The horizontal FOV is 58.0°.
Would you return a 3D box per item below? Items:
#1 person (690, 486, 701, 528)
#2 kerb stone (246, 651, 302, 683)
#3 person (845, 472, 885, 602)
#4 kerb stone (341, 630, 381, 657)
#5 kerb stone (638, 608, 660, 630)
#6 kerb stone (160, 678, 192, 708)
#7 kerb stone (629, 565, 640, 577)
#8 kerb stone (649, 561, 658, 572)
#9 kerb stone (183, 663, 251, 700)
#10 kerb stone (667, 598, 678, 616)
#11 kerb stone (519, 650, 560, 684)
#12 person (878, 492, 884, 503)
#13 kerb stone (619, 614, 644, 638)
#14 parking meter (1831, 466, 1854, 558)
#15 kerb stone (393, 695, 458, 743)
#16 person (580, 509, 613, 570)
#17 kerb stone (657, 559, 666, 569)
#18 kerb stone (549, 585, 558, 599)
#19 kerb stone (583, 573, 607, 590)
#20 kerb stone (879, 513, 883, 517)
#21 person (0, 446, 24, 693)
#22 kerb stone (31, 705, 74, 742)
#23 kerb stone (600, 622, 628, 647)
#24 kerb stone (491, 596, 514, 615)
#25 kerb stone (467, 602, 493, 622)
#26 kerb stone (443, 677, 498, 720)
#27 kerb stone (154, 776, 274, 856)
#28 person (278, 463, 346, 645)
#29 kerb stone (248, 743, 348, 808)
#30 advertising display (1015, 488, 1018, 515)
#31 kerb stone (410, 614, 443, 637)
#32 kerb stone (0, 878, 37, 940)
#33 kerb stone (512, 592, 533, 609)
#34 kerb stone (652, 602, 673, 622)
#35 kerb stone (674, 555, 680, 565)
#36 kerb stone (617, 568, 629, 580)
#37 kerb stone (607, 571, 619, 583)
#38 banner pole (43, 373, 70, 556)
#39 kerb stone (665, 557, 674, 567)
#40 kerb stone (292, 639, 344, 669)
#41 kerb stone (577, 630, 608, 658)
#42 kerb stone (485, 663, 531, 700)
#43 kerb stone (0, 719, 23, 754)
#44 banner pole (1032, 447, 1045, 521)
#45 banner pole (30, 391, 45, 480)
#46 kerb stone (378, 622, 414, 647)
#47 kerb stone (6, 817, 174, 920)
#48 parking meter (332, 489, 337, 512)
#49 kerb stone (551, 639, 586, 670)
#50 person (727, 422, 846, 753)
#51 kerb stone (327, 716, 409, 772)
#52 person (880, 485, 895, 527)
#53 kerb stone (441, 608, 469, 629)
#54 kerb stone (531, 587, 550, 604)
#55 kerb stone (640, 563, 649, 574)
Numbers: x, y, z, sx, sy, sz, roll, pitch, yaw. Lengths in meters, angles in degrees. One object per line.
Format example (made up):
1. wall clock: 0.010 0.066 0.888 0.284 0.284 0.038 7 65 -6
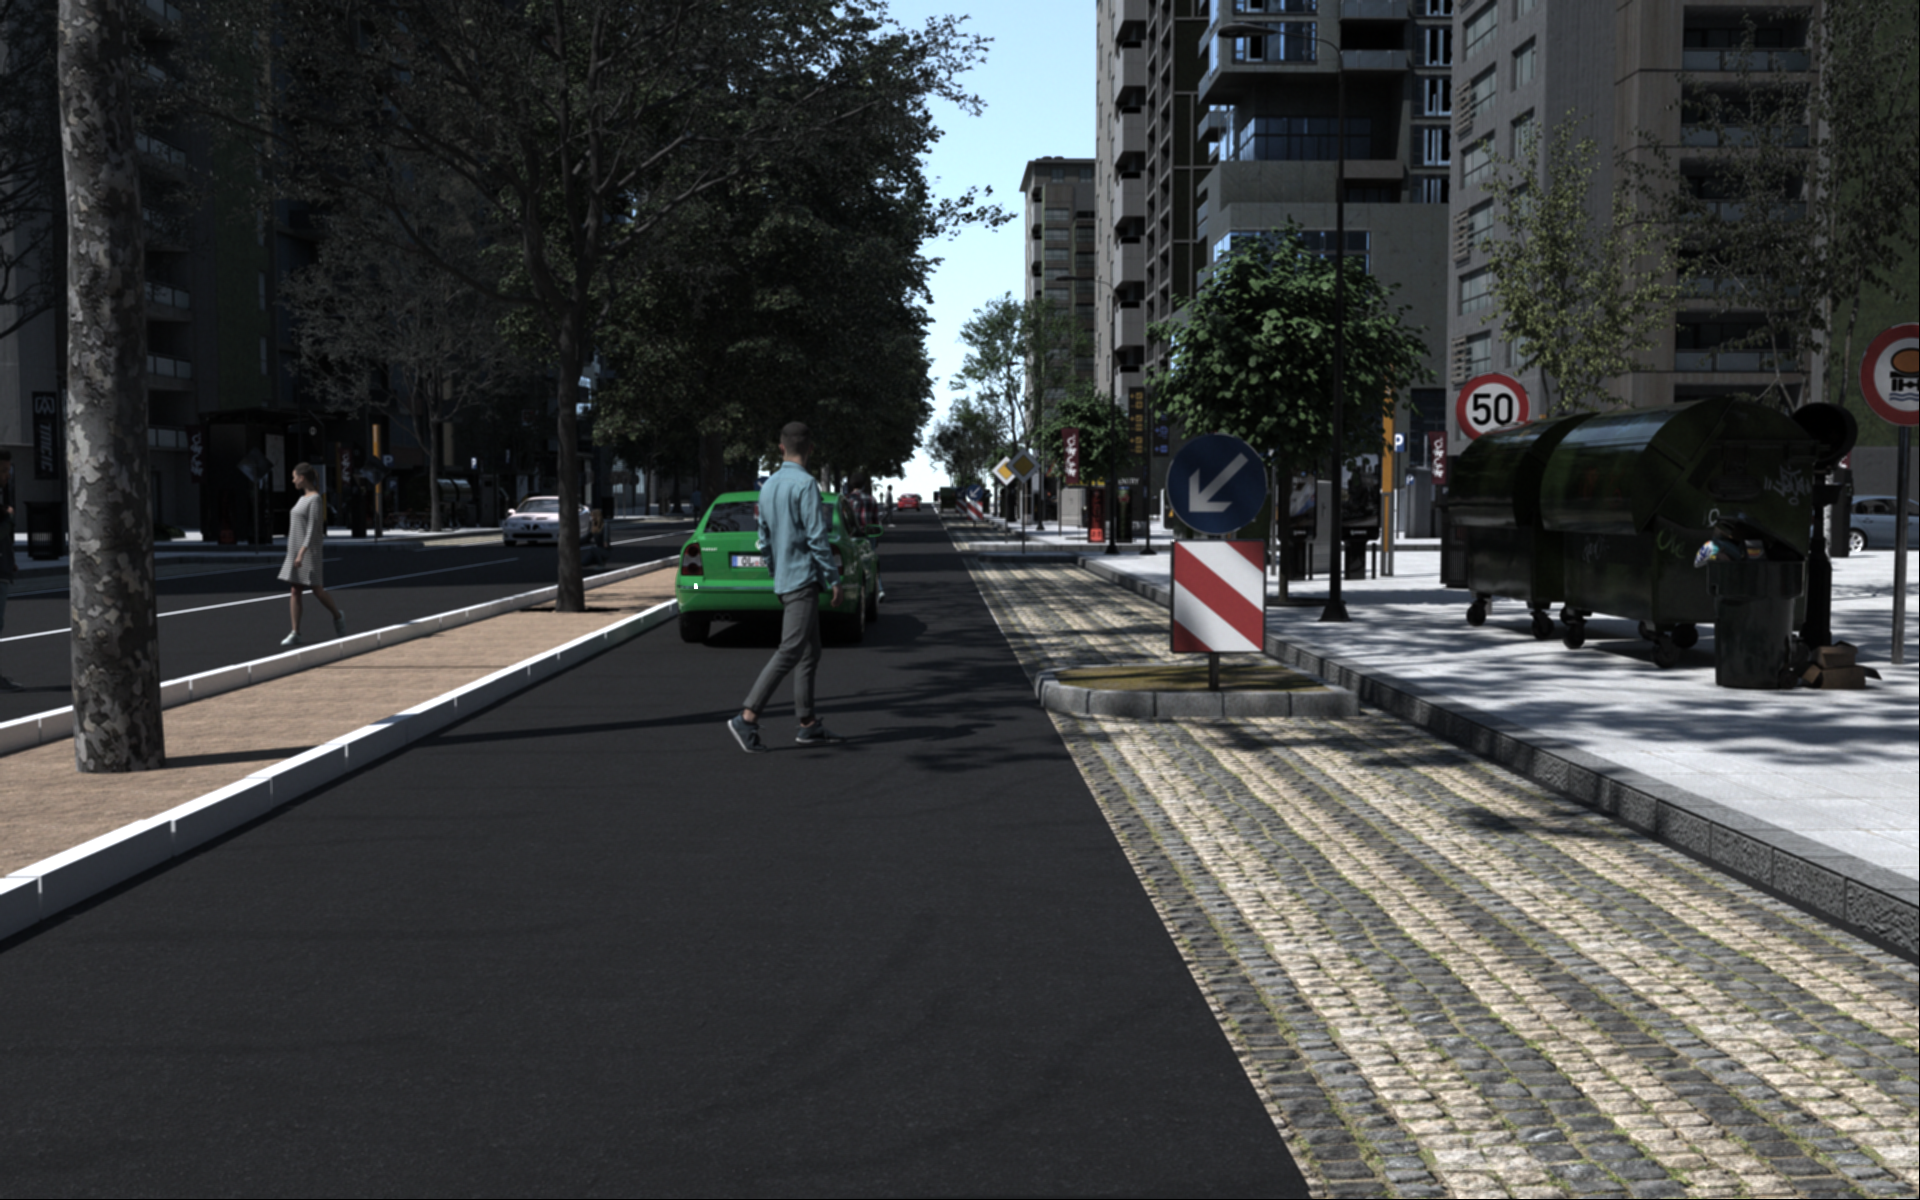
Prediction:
1. person: -10.982 -3.892 72.474 0.601 1.785 0.444 1 4 13
2. kerb stone: -5.396 0.535 13.503 0.120 0.150 1.000 0 4 -1
3. person: -1.300 -0.828 22.872 0.563 1.720 0.643 -2 4 -30
4. kerb stone: -5.443 0.407 15.549 0.120 0.150 1.000 0 4 -1
5. kerb stone: -3.395 0.219 18.627 0.120 0.150 1.000 0 4 -1
6. kerb stone: -5.368 0.657 11.450 0.120 0.150 1.000 0 4 -1
7. kerb stone: -5.713 -0.470 29.901 0.120 0.150 1.000 0 4 -1
8. kerb stone: -5.759 -0.597 31.950 0.120 0.150 1.000 0 4 -1
9. kerb stone: -5.381 0.594 12.479 0.120 0.150 1.000 0 4 -1
10. kerb stone: -3.438 0.093 20.680 0.120 0.150 1.000 0 4 -1
11. kerb stone: -3.303 0.532 13.508 0.120 0.150 1.000 0 4 -1
12. person: -12.264 -15.990 269.963 1.348 1.821 0.705 3 5 42
13. kerb stone: -3.377 0.281 17.602 0.120 0.150 1.000 0 4 -1
14. parking meter: 17.726 -1.785 34.903 0.255 1.863 0.399 -2 4 -31
15. kerb stone: -3.238 0.722 10.430 0.120 0.150 1.000 0 4 -1
16. person: -6.832 -1.137 32.587 0.738 1.151 1.012 -3 5 -45
17. kerb stone: -5.775 -0.655 32.972 0.120 0.150 1.000 0 4 -1
18. kerb stone: -5.597 -0.095 23.746 0.120 0.150 1.000 0 4 -1
19. kerb stone: -5.661 -0.283 26.828 0.120 0.150 1.000 0 4 -1
20. kerb stone: -5.347 -5.897 118.615 0.120 0.150 1.000 0 4 -1
21. person: -7.001 -0.219 12.420 0.623 1.781 0.721 2 4 33
22. kerb stone: -5.337 0.722 10.425 0.120 0.150 1.000 0 4 -1
23. kerb stone: -3.351 0.344 16.574 0.120 0.150 1.000 0 4 -1
24. kerb stone: -5.538 0.093 20.677 0.120 0.150 1.000 0 4 -1
25. kerb stone: -5.515 0.155 19.654 0.120 0.150 1.000 0 4 -1
26. kerb stone: -3.255 0.657 11.454 0.120 0.150 1.000 0 4 -1
27. kerb stone: -3.172 0.915 7.347 0.120 0.150 1.000 0 4 -1
28. person: -6.264 -0.454 16.676 0.466 1.731 0.760 1 4 17
29. kerb stone: -3.201 0.849 8.379 0.120 0.150 1.000 0 4 -1
30. advertising display: 3.676 -6.286 107.984 0.974 1.923 0.123 0 4 -2
31. kerb stone: -5.484 0.282 17.599 0.120 0.150 1.000 0 4 -1
32. kerb stone: -3.136 1.037 5.302 0.120 0.150 1.000 0 4 -1
33. kerb stone: -5.558 0.030 21.699 0.120 0.150 1.000 0 4 -1
34. kerb stone: -3.424 0.156 19.649 0.120 0.150 1.000 0 4 -1
35. kerb stone: -5.814 -0.785 35.023 0.120 0.150 1.000 0 4 -1
36. kerb stone: -5.702 -0.407 28.874 0.120 0.150 1.000 0 4 -1
37. kerb stone: -5.678 -0.344 27.851 0.120 0.150 1.000 0 4 -1
38. banner pole: -18.702 -2.826 36.214 0.401 3.779 0.863 -1 4 -10
39. kerb stone: -5.807 -0.722 34.000 0.120 0.150 1.000 0 4 -1
40. kerb stone: -5.421 0.469 14.525 0.120 0.150 1.000 0 4 -1
41. kerb stone: -3.341 0.406 15.552 0.120 0.150 1.000 0 4 -1
42. kerb stone: -3.284 0.595 12.476 0.120 0.150 1.000 0 4 -1
43. kerb stone: -5.316 0.784 9.403 0.120 0.150 1.000 0 4 -1
44. banner pole: 3.765 -5.604 81.646 0.863 3.779 0.401 2 4 30
45. banner pole: -19.480 -2.891 37.289 0.863 3.779 0.401 -2 4 -28
46. kerb stone: -5.457 0.344 16.577 0.120 0.150 1.000 0 4 -1
47. kerb stone: -3.158 0.971 6.325 0.120 0.150 1.000 0 4 -1
48. parking meter: -25.504 -3.825 70.948 0.372 1.533 0.369 0 3 0
49. kerb stone: -3.315 0.469 14.530 0.120 0.150 1.000 0 4 -1
50. person: -0.994 -0.088 9.808 0.748 1.841 0.638 -1 4 -23
51. kerb stone: -3.218 0.782 9.406 0.120 0.150 1.000 0 4 -1
52. person: -3.226 -4.159 76.344 0.795 1.843 0.661 0 4 3
53. kerb stone: -5.500 0.218 18.624 0.120 0.150 1.000 0 4 -1
54. kerb stone: -5.580 -0.032 22.724 0.120 0.150 1.000 0 4 -1
55. kerb stone: -5.740 -0.534 30.923 0.120 0.150 1.000 0 4 -1
